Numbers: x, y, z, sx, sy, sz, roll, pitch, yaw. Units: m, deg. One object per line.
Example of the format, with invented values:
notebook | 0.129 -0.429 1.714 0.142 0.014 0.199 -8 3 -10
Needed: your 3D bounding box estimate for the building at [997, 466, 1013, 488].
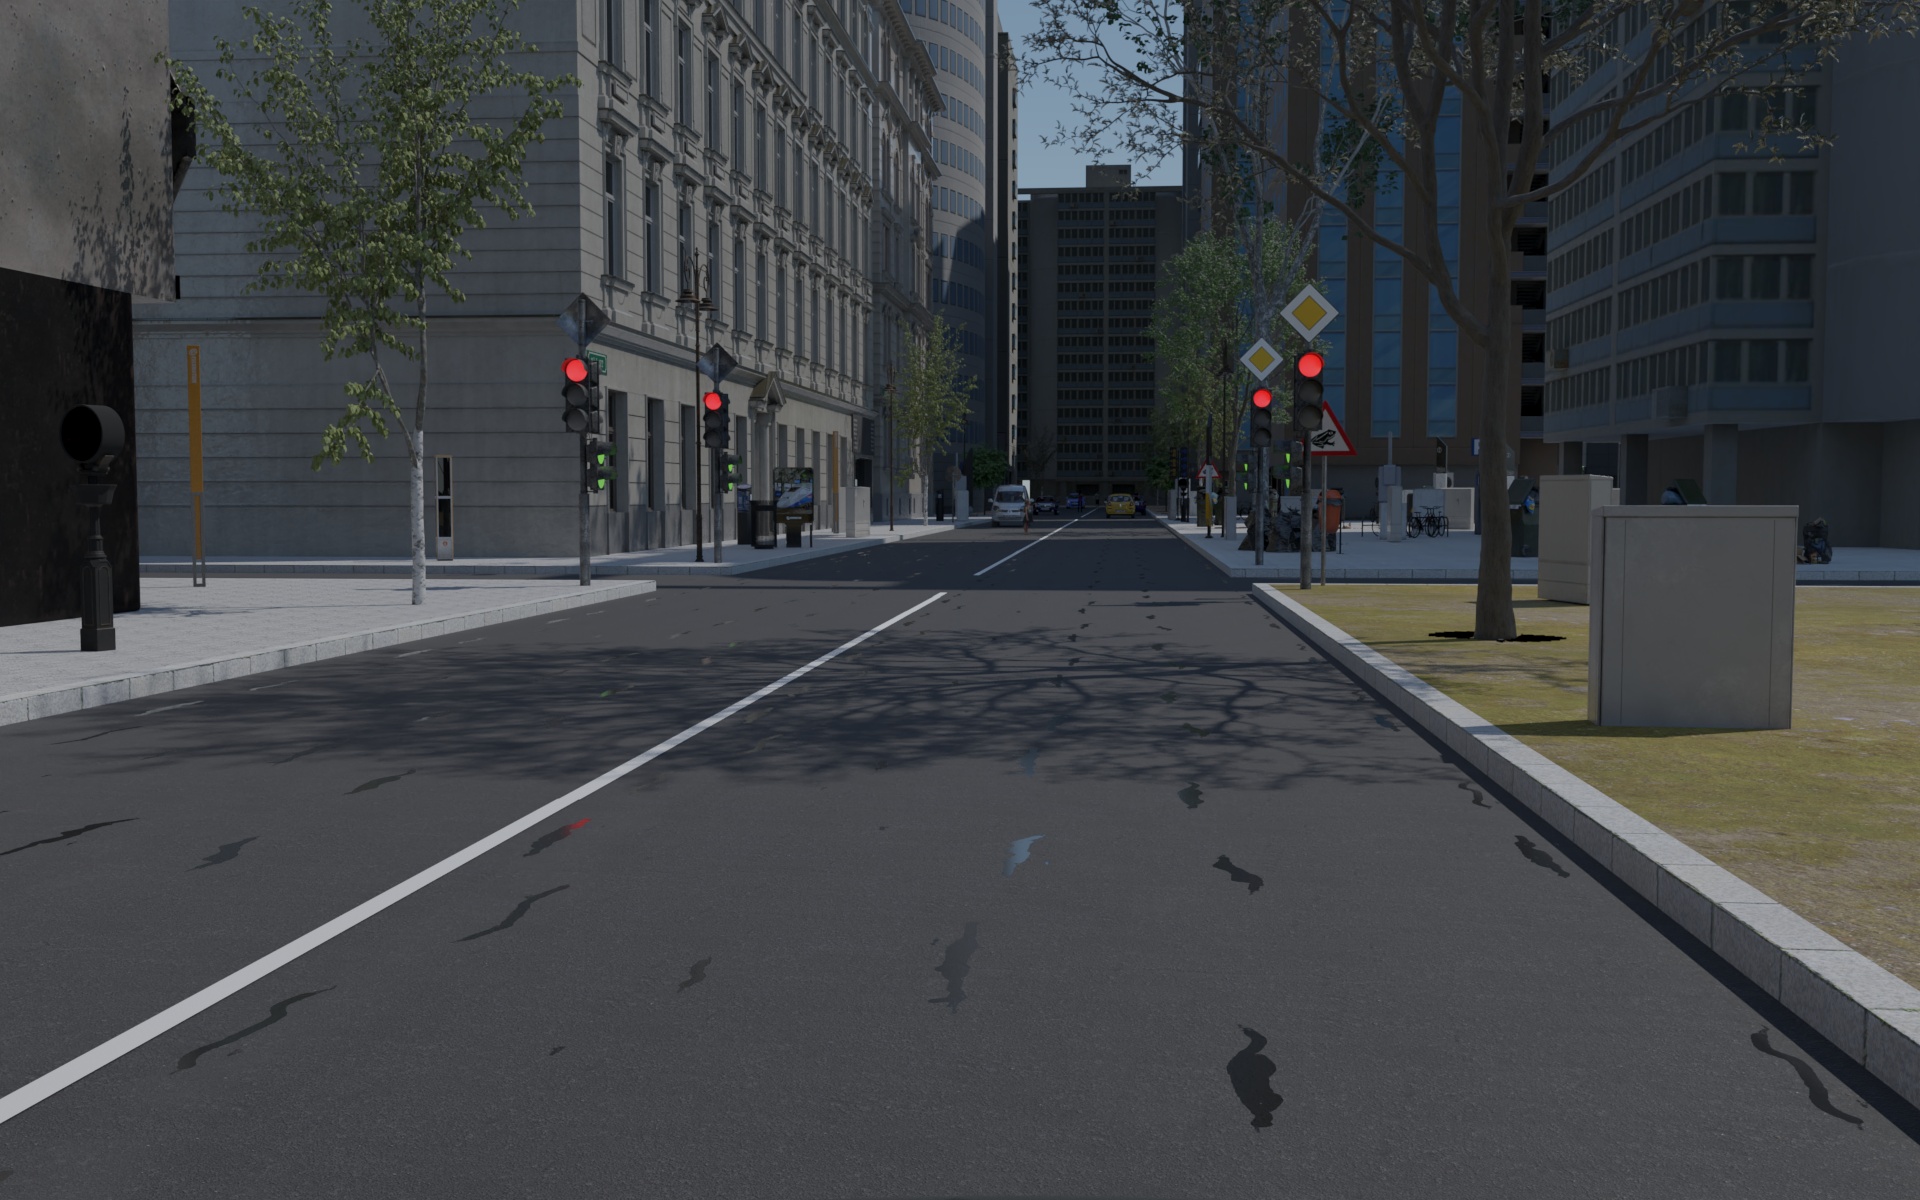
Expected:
building | -6.021 -43.244 145.289 20.563 71.187 20.611 0 4 5

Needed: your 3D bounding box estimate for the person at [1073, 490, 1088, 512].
person | 9.434 -7.743 135.774 1.217 1.739 0.721 1 4 17

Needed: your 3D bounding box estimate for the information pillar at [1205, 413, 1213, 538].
information pillar | 7.207 -3.595 50.137 0.183 3.616 0.504 1 4 18

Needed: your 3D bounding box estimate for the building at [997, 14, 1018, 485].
building | -5.468 -33.459 170.751 21.600 48.544 21.300 0 4 5

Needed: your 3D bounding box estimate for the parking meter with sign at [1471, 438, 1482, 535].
parking meter with sign | 16.583 -3.579 54.775 0.543 3.016 1.738 2 4 26

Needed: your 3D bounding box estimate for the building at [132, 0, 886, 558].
building | -13.407 -17.104 56.058 17.030 29.872 44.131 0 4 5

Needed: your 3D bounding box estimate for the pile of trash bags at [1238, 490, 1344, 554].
pile of trash bags | 7.572 -1.750 38.371 1.912 1.369 3.447 -1 4 -14

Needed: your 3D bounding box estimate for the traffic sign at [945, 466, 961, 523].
traffic sign | -0.317 -4.769 78.071 0.768 2.556 0.104 1 4 14

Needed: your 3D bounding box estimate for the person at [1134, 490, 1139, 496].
person | 14.928 -8.476 147.089 0.705 1.822 1.348 -2 4 -24

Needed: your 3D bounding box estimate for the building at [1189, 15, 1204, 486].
building | 29.856 -31.435 133.563 23.786 49.044 30.456 0 4 5

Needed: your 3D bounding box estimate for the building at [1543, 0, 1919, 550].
building | 30.165 -21.668 46.146 23.993 40.220 32.217 0 4 5

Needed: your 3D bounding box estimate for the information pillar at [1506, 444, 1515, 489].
information pillar | 25.185 -5.389 79.469 0.504 3.616 0.183 -1 4 -15

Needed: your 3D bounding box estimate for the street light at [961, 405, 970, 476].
street light | 0.223 -6.998 87.208 0.468 5.910 1.993 0 4 5

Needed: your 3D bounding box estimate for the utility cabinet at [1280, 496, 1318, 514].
utility cabinet | 9.237 -2.201 47.140 1.020 1.237 0.306 1 4 12

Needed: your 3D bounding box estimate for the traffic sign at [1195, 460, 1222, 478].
traffic sign | 8.380 -3.573 58.421 0.884 2.594 0.081 1 4 13

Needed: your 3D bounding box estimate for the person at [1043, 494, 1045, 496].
person | 6.483 -7.583 135.711 0.599 1.433 0.991 2 4 29

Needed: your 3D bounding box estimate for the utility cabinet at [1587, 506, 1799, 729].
utility cabinet | 4.052 0.094 9.618 1.020 1.237 0.306 0 4 8

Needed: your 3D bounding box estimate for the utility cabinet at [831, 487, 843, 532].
utility cabinet | -3.735 -3.001 57.744 1.173 1.500 0.318 -3 5 -40

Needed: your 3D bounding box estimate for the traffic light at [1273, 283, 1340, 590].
traffic light | 4.638 -2.098 23.222 0.839 4.253 0.868 0 4 5

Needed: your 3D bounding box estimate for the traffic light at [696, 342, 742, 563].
traffic light | -4.481 -2.640 32.084 0.839 4.253 0.868 0 4 5

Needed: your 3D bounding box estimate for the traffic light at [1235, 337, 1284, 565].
traffic light | 5.388 -2.584 31.172 0.839 4.253 0.868 0 4 5

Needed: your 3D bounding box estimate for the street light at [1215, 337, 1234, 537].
street light | 7.789 -4.787 51.057 0.468 5.910 1.993 0 4 5

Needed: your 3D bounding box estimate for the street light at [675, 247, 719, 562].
street light | -4.926 -3.657 32.584 0.468 5.910 1.993 0 4 5

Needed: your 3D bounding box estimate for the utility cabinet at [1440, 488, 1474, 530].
utility cabinet | 17.620 -3.230 61.487 1.173 1.500 0.318 3 4 39

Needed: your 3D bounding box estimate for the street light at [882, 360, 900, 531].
street light | -2.371 -5.330 59.928 0.468 5.910 1.993 0 4 5

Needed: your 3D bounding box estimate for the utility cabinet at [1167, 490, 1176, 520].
utility cabinet | 10.452 -4.699 85.501 0.318 1.500 1.173 0 4 0

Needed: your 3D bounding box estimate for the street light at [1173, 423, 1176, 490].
street light | 12.985 -8.091 105.077 0.468 5.910 1.993 0 4 5

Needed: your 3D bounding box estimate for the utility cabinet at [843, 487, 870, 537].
utility cabinet | -3.008 -2.605 51.275 0.318 1.500 1.173 1 4 19

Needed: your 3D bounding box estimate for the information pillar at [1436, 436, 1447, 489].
information pillar | 19.425 -4.805 69.922 0.183 3.616 0.504 -3 4 -37

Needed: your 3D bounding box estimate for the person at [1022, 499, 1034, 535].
person | 2.399 -2.918 60.872 0.373 1.253 0.362 2 4 30

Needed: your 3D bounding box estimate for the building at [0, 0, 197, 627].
building | -17.796 -8.969 14.097 16.811 18.784 16.820 0 4 5

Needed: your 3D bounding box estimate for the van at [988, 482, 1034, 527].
van | 2.290 -4.289 77.137 2.013 2.044 4.112 0 4 4

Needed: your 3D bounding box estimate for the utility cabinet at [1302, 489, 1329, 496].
utility cabinet | 16.392 -4.361 79.976 1.173 1.500 0.318 2 4 30

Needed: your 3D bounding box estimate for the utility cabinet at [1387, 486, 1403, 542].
utility cabinet | 11.673 -2.311 46.469 0.318 1.500 1.173 1 4 9

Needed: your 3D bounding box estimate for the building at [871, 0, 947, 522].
building | -8.674 -18.483 89.582 14.401 28.519 23.554 0 4 5

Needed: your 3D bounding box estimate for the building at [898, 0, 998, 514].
building | -8.859 -35.424 121.173 21.231 58.520 28.212 0 4 5

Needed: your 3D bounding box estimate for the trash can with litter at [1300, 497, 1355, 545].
trash can with litter | 8.916 -2.061 44.757 1.678 1.210 2.233 -1 4 -9

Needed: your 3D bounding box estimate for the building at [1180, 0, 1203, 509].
building | 31.417 -37.953 162.536 21.231 58.520 28.212 0 4 5

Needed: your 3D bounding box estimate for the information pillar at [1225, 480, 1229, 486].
information pillar | 13.908 -5.246 90.271 0.304 2.012 0.304 2 4 33

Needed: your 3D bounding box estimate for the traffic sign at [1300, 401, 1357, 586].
traffic sign | 5.080 -1.478 24.169 0.884 2.594 0.081 0 4 8

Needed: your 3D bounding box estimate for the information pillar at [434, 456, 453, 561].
information pillar | -9.905 -1.757 33.226 0.304 2.012 0.304 -1 4 -22

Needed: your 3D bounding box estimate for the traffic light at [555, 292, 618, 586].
traffic light | -5.231 -2.154 24.134 0.839 4.253 0.868 0 4 5

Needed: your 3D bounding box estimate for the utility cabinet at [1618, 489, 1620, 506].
utility cabinet | 25.964 -3.690 69.008 0.318 1.500 1.173 -2 4 -33

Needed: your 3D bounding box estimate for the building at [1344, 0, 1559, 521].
building | 23.033 -26.786 88.060 14.600 45.320 14.200 0 4 5

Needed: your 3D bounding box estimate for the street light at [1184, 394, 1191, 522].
street light | 10.291 -6.438 78.043 0.468 5.910 1.993 0 4 5

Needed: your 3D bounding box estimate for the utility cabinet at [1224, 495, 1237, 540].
utility cabinet | 7.558 -2.277 48.384 0.306 1.237 1.020 0 4 5

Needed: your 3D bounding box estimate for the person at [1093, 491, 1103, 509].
person | 13.074 -9.472 164.151 1.217 1.735 0.721 -2 4 -35

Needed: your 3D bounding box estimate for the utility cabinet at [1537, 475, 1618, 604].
utility cabinet | 7.252 -0.718 20.420 0.318 1.500 1.173 -1 4 -9
